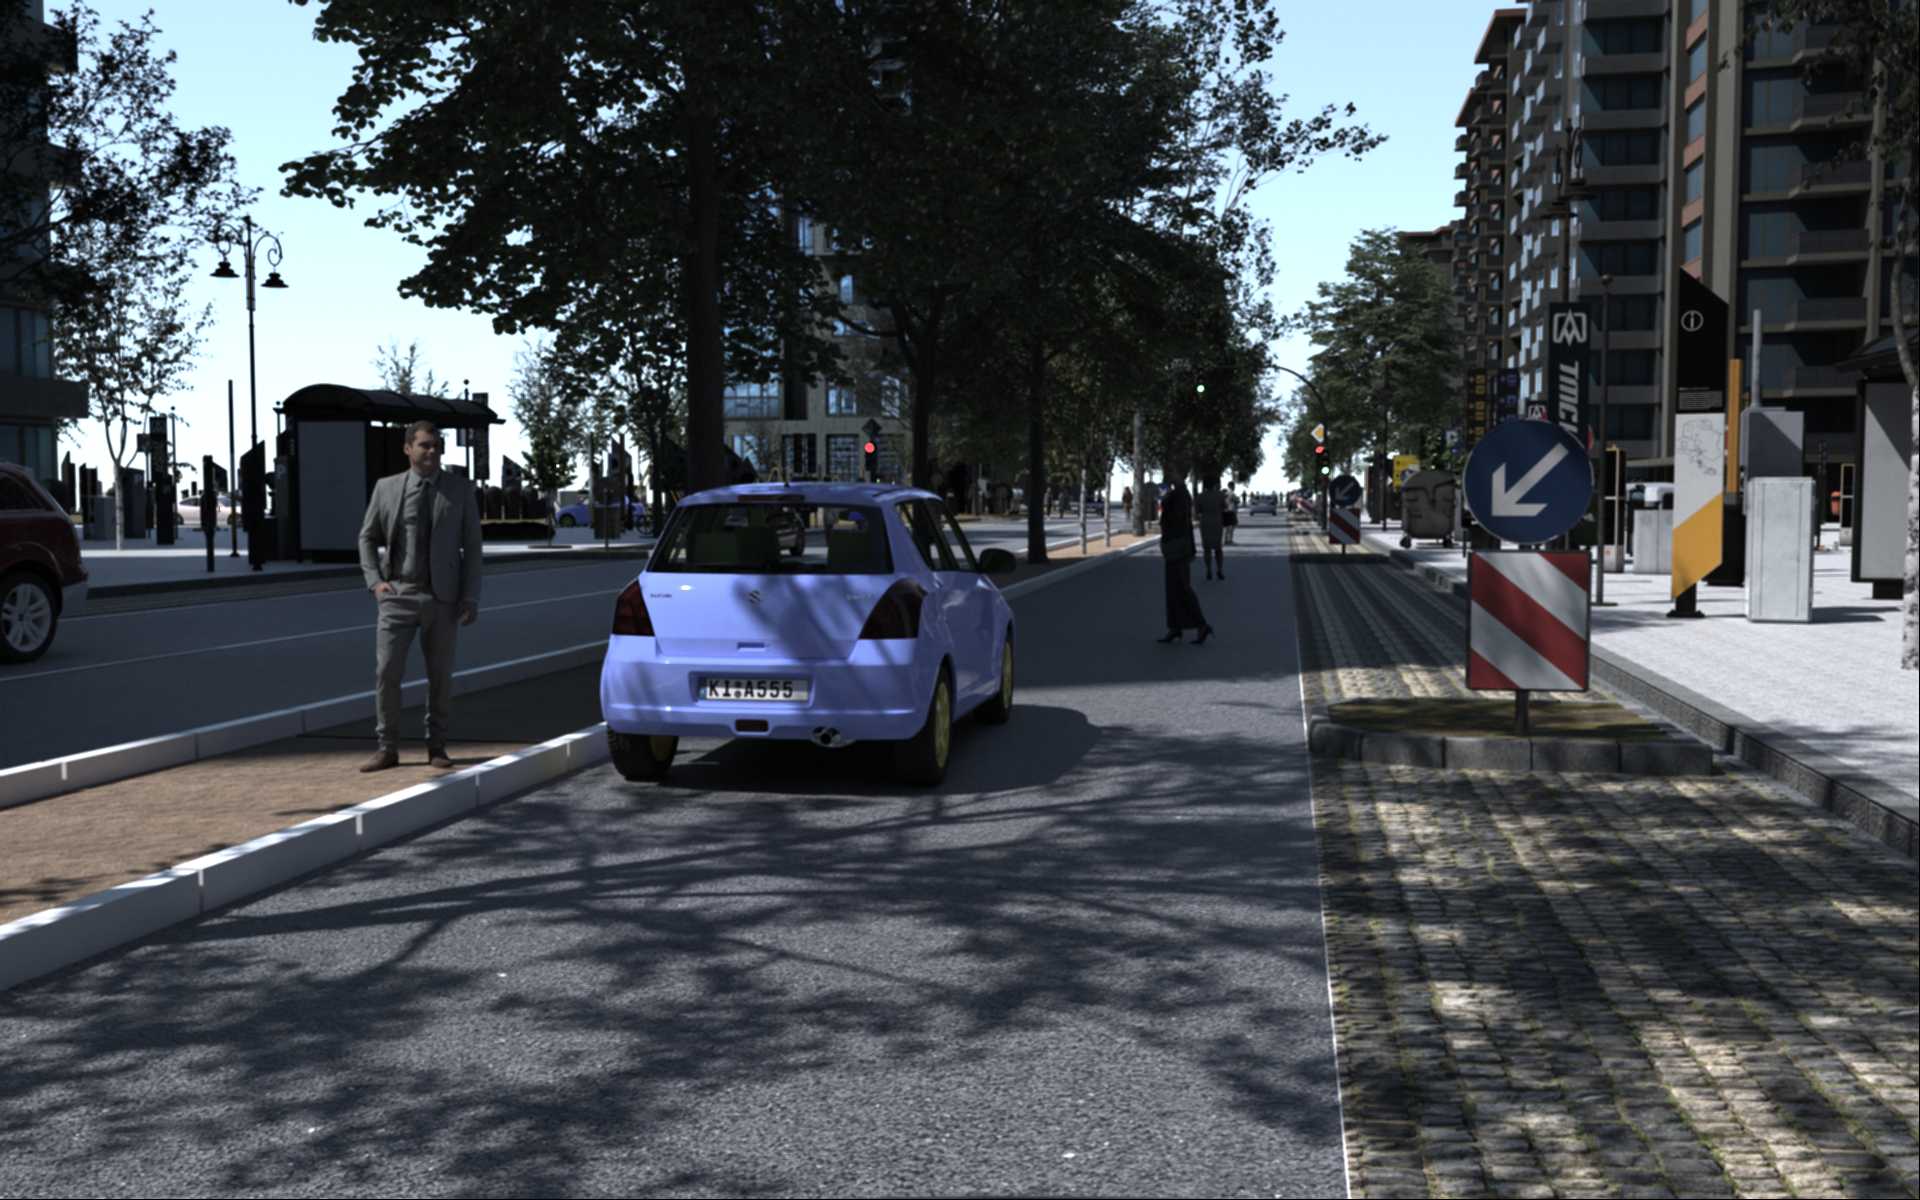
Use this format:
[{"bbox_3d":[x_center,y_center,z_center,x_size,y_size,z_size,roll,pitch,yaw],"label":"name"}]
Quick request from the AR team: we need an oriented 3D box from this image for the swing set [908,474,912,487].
[{"bbox_3d":[-3.110,-9.156,147.315,3.119,2.851,2.862,1,4,16],"label":"swing set"}]

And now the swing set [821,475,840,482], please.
[{"bbox_3d":[-11.269,-8.933,143.679,2.862,2.851,3.119,3,4,37],"label":"swing set"}]

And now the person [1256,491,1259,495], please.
[{"bbox_3d":[30.560,-10.288,177.433,1.217,1.743,0.721,-1,4,-15],"label":"person"}]

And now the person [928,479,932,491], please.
[{"bbox_3d":[-0.680,-1.552,34.621,0.466,1.731,0.760,-3,5,-45],"label":"person"}]

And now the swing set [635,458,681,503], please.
[{"bbox_3d":[-13.392,-4.836,76.696,2.862,2.851,3.119,0,4,-4],"label":"swing set"}]

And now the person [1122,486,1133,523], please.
[{"bbox_3d":[8.441,-4.824,87.352,0.573,1.828,0.580,0,4,4],"label":"person"}]

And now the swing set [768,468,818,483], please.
[{"bbox_3d":[-10.583,-6.554,104.776,2.862,2.851,3.119,1,4,16],"label":"swing set"}]

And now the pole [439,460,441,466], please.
[{"bbox_3d":[-28.460,-6.172,94.755,0.158,3.312,0.155,0,3,0],"label":"pole"}]

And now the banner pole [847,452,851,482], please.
[{"bbox_3d":[-6.543,-6.856,102.116,0.401,3.779,0.863,1,4,9],"label":"banner pole"}]

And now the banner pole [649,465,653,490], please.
[{"bbox_3d":[-22.991,-8.560,129.972,0.401,3.779,0.863,3,5,44],"label":"banner pole"}]

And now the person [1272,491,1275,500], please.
[{"bbox_3d":[30.728,-9.893,170.776,0.750,1.759,0.617,1,4,17],"label":"person"}]

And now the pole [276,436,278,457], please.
[{"bbox_3d":[-23.896,-4.095,60.790,0.158,3.312,0.155,0,3,0],"label":"pole"}]

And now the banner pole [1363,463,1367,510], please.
[{"bbox_3d":[32.904,-9.211,140.608,0.401,3.779,0.863,1,4,23],"label":"banner pole"}]

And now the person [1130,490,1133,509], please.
[{"bbox_3d":[15.780,-9.314,160.654,0.709,1.838,0.599,0,4,-1],"label":"person"}]

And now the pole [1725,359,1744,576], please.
[{"bbox_3d":[11.754,-1.986,26.308,0.158,3.312,0.155,0,3,0],"label":"pole"}]

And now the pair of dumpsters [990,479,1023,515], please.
[{"bbox_3d":[2.905,-6.493,108.646,1.574,2.255,4.437,1,4,10],"label":"pair of dumpsters"}]

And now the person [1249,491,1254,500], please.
[{"bbox_3d":[38.899,-13.587,230.587,1.348,1.831,0.705,-3,4,-37],"label":"person"}]

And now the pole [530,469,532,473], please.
[{"bbox_3d":[-25.958,-6.778,104.664,0.158,3.312,0.155,0,3,0],"label":"pole"}]

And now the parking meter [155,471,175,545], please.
[{"bbox_3d":[-20.242,-2.348,44.108,0.255,1.863,0.399,3,4,37],"label":"parking meter"}]

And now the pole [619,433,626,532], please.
[{"bbox_3d":[-11.342,-3.938,58.228,0.158,3.312,0.155,0,3,0],"label":"pole"}]

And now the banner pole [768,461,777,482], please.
[{"bbox_3d":[-14.124,-8.570,130.131,0.863,3.779,0.401,-1,4,-13],"label":"banner pole"}]

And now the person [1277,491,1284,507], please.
[{"bbox_3d":[36.330,-11.407,195.726,1.217,1.735,0.721,-1,4,-13],"label":"person"}]

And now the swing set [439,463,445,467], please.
[{"bbox_3d":[-26.744,-5.401,85.922,2.862,2.851,3.119,2,4,27],"label":"swing set"}]

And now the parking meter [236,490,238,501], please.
[{"bbox_3d":[-40.179,-5.393,96.592,0.372,1.533,0.369,0,3,0],"label":"parking meter"}]

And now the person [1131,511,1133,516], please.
[{"bbox_3d":[11.876,-6.520,115.326,0.699,1.804,1.509,3,4,39],"label":"person"}]

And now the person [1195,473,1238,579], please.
[{"bbox_3d":[4.317,-1.240,29.136,0.716,1.782,0.532,0,4,8],"label":"person"}]

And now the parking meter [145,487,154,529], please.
[{"bbox_3d":[-29.781,-3.371,63.532,0.372,1.533,0.369,0,3,0],"label":"parking meter"}]

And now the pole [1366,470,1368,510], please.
[{"bbox_3d":[32.728,-8.878,138.998,0.158,3.312,0.155,0,3,0],"label":"pole"}]

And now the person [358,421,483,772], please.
[{"bbox_3d":[-2.825,-0.029,9.066,0.635,1.810,0.391,-1,4,-19],"label":"person"}]

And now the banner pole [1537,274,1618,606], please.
[{"bbox_3d":[7.142,-1.827,19.883,0.863,3.779,0.401,1,4,8],"label":"banner pole"}]

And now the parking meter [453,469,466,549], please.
[{"bbox_3d":[-11.723,-2.134,40.597,0.399,1.863,0.255,1,4,23],"label":"parking meter"}]

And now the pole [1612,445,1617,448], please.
[{"bbox_3d":[26.987,-4.749,71.485,0.158,3.312,0.155,0,3,0],"label":"pole"}]

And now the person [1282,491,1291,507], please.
[{"bbox_3d":[32.211,-9.848,170.233,1.217,1.735,0.721,0,4,1],"label":"person"}]

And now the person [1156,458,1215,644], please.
[{"bbox_3d":[2.152,-0.474,16.677,0.534,1.772,0.576,0,4,-7],"label":"person"}]

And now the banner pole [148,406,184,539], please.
[{"bbox_3d":[-22.582,-3.623,49.249,0.863,3.779,0.401,-1,4,-23],"label":"banner pole"}]

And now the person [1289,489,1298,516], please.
[{"bbox_3d":[22.217,-6.490,115.203,0.643,1.750,0.593,-3,5,-43],"label":"person"}]

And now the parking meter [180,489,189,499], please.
[{"bbox_3d":[-37.351,-4.590,83.454,0.372,1.533,0.369,0,3,0],"label":"parking meter"}]

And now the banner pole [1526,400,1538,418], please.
[{"bbox_3d":[13.681,-3.097,40.650,0.863,3.779,0.401,1,4,16],"label":"banner pole"}]

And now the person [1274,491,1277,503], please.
[{"bbox_3d":[40.976,-13.277,225.442,0.709,1.838,0.599,-3,5,-40],"label":"person"}]

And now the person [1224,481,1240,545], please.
[{"bbox_3d":[7.717,-2.462,48.932,0.466,1.800,0.511,-2,4,-29],"label":"person"}]

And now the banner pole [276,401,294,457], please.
[{"bbox_3d":[-18.078,-3.464,46.656,0.863,3.779,0.401,-2,4,-29],"label":"banner pole"}]

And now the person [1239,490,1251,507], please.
[{"bbox_3d":[30.459,-10.844,185.424,1.348,1.869,0.705,-1,4,-8],"label":"person"}]

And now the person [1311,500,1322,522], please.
[{"bbox_3d":[18.458,-4.594,89.114,0.738,1.151,1.012,2,4,24],"label":"person"}]

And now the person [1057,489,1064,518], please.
[{"bbox_3d":[6.070,-5.872,105.077,0.524,1.755,0.480,2,4,26],"label":"person"}]

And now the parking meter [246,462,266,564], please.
[{"bbox_3d":[-12.898,-1.592,31.733,0.255,1.863,0.399,-1,4,-14],"label":"parking meter"}]

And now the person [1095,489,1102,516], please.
[{"bbox_3d":[9.192,-6.474,114.898,0.519,1.759,0.362,-3,5,-42],"label":"person"}]

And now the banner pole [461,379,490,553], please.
[{"bbox_3d":[-10.529,-2.914,37.656,0.863,3.779,0.401,2,4,28],"label":"banner pole"}]

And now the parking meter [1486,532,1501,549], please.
[{"bbox_3d":[11.333,-1.905,36.866,0.399,1.863,0.255,2,4,32],"label":"parking meter"}]

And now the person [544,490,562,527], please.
[{"bbox_3d":[-16.096,-3.637,68.639,0.598,1.740,0.731,3,5,43],"label":"person"}]

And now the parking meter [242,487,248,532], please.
[{"bbox_3d":[-24.152,-3.080,58.770,0.372,1.533,0.369,0,3,0],"label":"parking meter"}]

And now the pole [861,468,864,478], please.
[{"bbox_3d":[-7.722,-8.745,136.816,0.158,3.312,0.155,0,3,0],"label":"pole"}]

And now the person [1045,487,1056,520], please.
[{"bbox_3d":[5.067,-5.410,97.130,0.709,1.800,0.728,-1,4,-14],"label":"person"}]

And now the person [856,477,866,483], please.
[{"bbox_3d":[-2.122,-1.692,36.509,0.624,1.780,0.694,1,4,11],"label":"person"}]
